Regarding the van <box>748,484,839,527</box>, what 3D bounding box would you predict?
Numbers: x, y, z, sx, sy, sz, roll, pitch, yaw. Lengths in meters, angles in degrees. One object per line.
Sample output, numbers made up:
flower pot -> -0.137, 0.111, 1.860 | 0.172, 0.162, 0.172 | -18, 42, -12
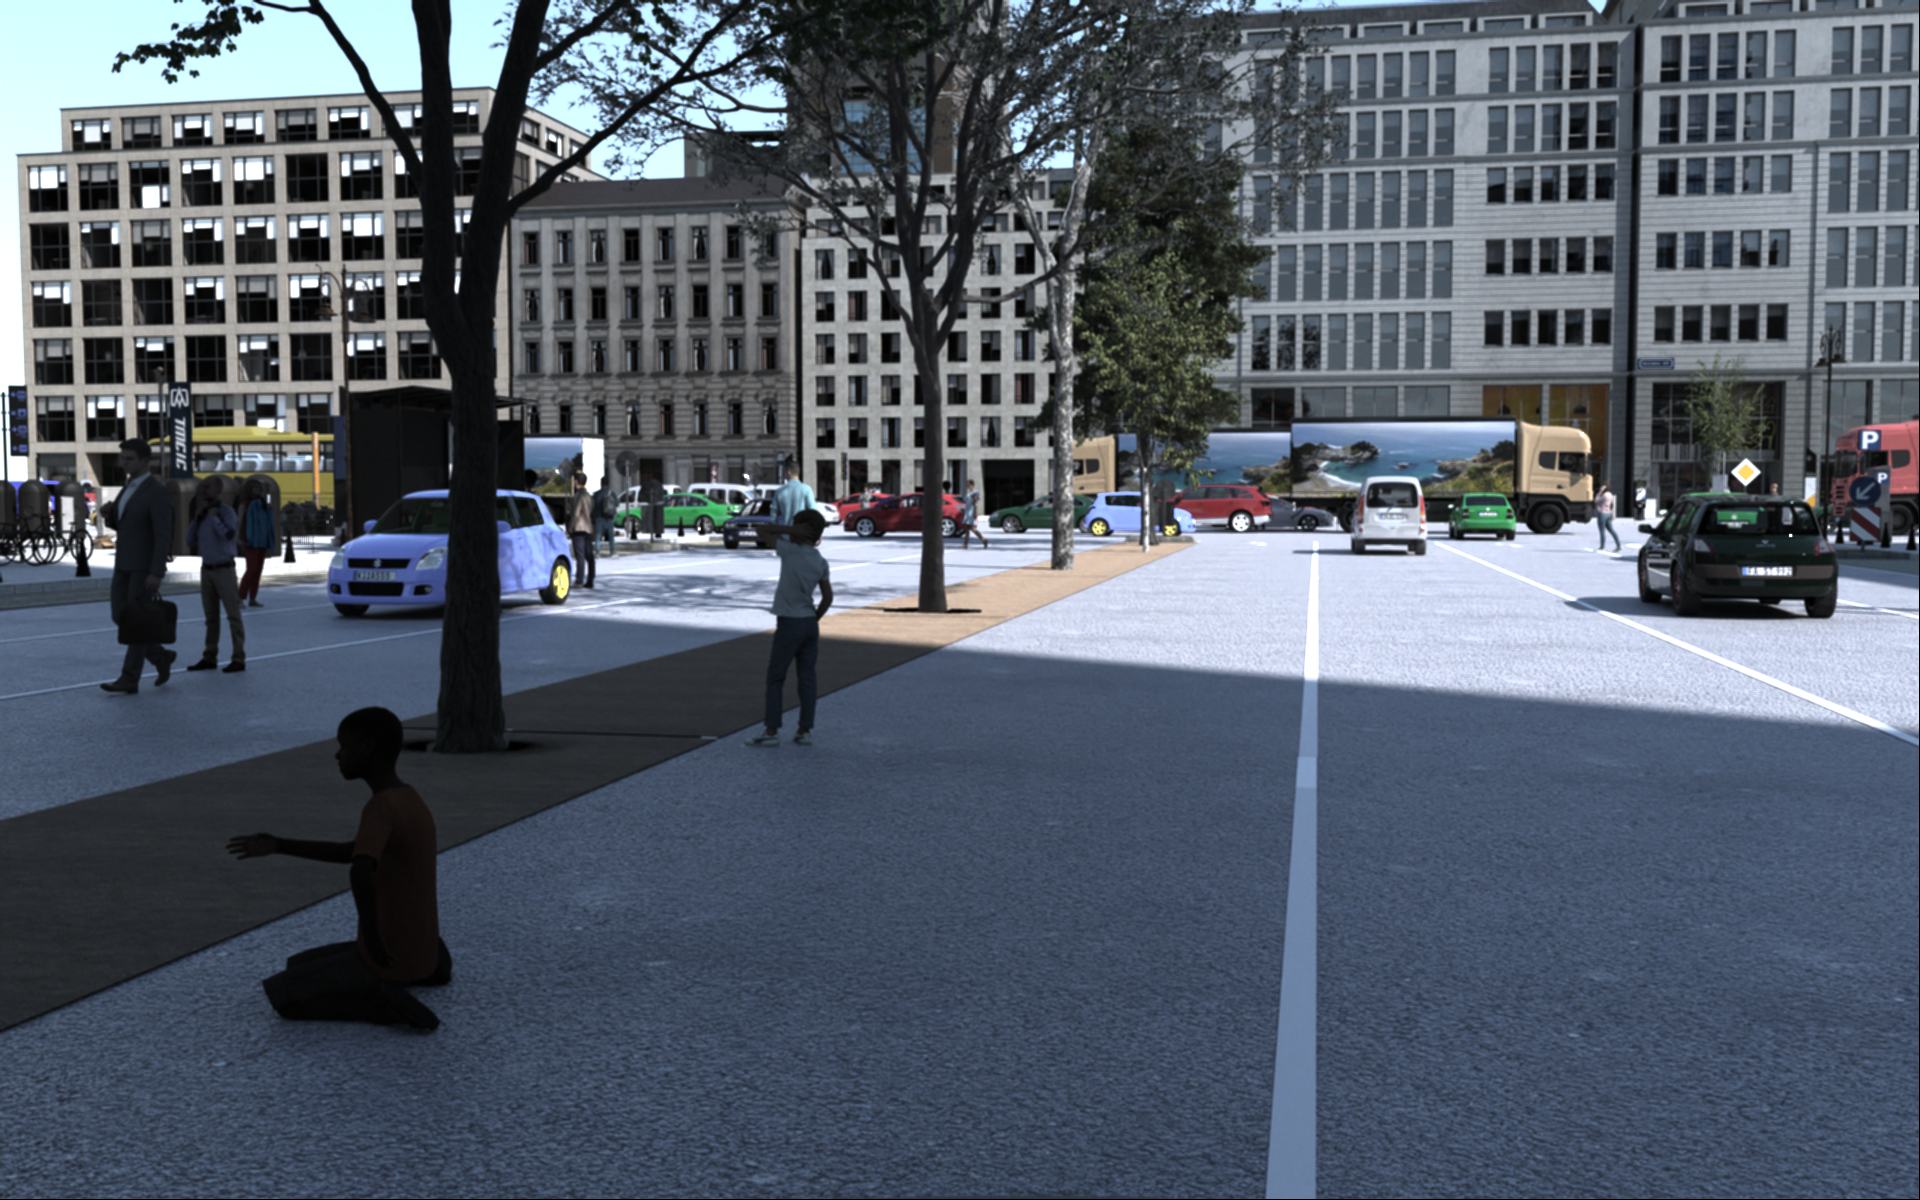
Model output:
van -> -7.291, -4.166, 75.131 | 4.112, 2.044, 2.013 | 1, 4, 11

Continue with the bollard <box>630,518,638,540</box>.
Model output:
bollard -> -9.168, -1.994, 48.647 | 0.229, 0.601, 0.229 | 0, 3, 0

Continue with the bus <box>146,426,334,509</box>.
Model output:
bus -> -24.104, -4.374, 63.067 | 12.252, 3.916, 2.896 | 1, 4, 11

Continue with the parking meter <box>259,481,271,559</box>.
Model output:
parking meter -> -13.955, -1.599, 34.551 | 0.372, 1.533, 0.369 | 0, 3, 0

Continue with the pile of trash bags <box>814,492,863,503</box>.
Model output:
pile of trash bags -> -6.198, -4.835, 88.803 | 3.447, 1.369, 1.912 | 2, 4, 26

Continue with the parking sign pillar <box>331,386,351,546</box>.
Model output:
parking sign pillar -> -14.863, -3.329, 42.905 | 1.447, 3.967, 1.447 | 1, 4, 21

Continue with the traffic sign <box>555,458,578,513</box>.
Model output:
traffic sign -> -12.495, -3.292, 55.004 | 0.795, 2.450, 0.064 | 1, 4, 16

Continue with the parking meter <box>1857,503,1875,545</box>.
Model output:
parking meter -> 22.904, -2.163, 43.772 | 0.372, 1.533, 0.369 | 0, 3, 0

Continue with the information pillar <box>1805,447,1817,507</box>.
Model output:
information pillar -> 42.245, -5.793, 86.068 | 0.504, 3.616, 0.183 | 1, 4, 17

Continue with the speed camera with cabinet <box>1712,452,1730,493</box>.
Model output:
speed camera with cabinet -> 36.345, -5.405, 82.715 | 0.660, 3.252, 2.038 | 2, 4, 31

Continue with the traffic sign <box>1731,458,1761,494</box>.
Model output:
traffic sign -> 21.786, -2.718, 48.076 | 0.795, 2.450, 0.064 | 1, 4, 12

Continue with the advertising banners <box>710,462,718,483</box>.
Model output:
advertising banners -> -14.069, -6.022, 94.640 | 2.074, 3.025, 0.090 | 2, 4, 25

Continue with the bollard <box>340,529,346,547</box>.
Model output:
bollard -> -12.161, -1.108, 34.163 | 0.229, 0.601, 0.229 | 0, 3, 0

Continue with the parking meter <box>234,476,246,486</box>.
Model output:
parking meter -> -23.309, -3.089, 56.212 | 0.399, 1.863, 0.255 | 1, 4, 22

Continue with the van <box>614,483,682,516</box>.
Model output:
van -> -14.635, -4.384, 78.684 | 4.112, 2.044, 2.013 | 1, 4, 11

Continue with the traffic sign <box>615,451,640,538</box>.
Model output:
traffic sign -> -9.735, -3.092, 50.666 | 0.768, 2.556, 0.104 | 1, 4, 12

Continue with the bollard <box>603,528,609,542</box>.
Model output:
bollard -> -9.540, -1.884, 46.845 | 0.229, 0.601, 0.229 | 0, 3, 0

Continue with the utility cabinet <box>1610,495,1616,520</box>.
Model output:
utility cabinet -> 32.039, -4.558, 85.677 | 0.306, 1.237, 1.020 | -1, 4, -11

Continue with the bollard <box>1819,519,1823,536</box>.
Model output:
bollard -> 23.226, -1.880, 46.777 | 0.229, 0.601, 0.229 | 0, 3, 0

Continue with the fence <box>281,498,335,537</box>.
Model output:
fence -> -18.624, -2.296, 48.735 | 2.264, 1.192, 0.480 | -2, 4, -25

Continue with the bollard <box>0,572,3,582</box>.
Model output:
bollard -> -14.024, -0.556, 25.132 | 0.229, 0.601, 0.229 | 0, 3, 0

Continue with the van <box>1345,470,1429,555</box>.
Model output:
van -> 10.414, -2.151, 42.174 | 2.013, 2.044, 4.112 | 1, 4, 11

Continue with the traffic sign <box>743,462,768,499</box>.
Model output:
traffic sign -> -6.362, -3.073, 53.887 | 0.795, 2.450, 0.064 | 1, 4, 12

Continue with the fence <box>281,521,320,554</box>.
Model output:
fence -> -14.843, -1.385, 38.012 | 2.069, 0.683, 0.278 | 2, 4, 32

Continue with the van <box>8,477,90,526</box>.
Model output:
van -> -42.077, -4.526, 78.386 | 5.245, 2.365, 2.240 | 1, 4, 13

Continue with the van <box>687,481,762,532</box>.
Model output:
van -> -8.465, -3.640, 66.529 | 4.112, 2.044, 2.013 | 1, 4, 13

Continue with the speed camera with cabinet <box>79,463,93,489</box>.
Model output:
speed camera with cabinet -> -55.930, -7.034, 109.343 | 2.038, 3.252, 0.660 | -3, 4, -36

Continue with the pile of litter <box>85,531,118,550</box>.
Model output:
pile of litter -> -19.916, -1.641, 40.804 | 1.176, 0.858, 1.719 | 2, 4, 25

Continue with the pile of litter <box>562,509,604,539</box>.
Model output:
pile of litter -> -11.403, -2.198, 49.905 | 1.176, 0.858, 1.719 | 3, 5, 41

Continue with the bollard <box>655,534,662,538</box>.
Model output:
bollard -> -8.796, -2.105, 50.464 | 0.229, 0.601, 0.229 | 0, 3, 0

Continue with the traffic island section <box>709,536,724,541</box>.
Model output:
traffic island section -> -6.387, -1.937, 53.953 | 2.009, 0.180, 2.903 | 1, 4, 12

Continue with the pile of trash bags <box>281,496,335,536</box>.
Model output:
pile of trash bags -> -19.749, -2.687, 53.688 | 3.447, 1.369, 1.912 | -3, 5, -40

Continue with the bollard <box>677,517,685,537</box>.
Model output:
bollard -> -8.421, -2.216, 52.265 | 0.229, 0.601, 0.229 | 0, 3, 0

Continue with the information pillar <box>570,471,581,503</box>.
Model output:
information pillar -> -12.325, -3.123, 55.560 | 0.304, 2.012, 0.304 | -2, 4, -30

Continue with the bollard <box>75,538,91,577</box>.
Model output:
bollard -> -13.649, -0.667, 26.944 | 0.229, 0.601, 0.229 | 0, 3, 0

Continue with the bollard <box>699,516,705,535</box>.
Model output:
bollard -> -8.056, -2.326, 54.069 | 0.229, 0.601, 0.229 | 0, 3, 0

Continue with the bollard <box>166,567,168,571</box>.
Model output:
bollard -> -13.278, -0.777, 28.746 | 0.229, 0.601, 0.229 | 0, 3, 0

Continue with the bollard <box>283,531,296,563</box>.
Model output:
bollard -> -12.529, -0.998, 32.358 | 0.229, 0.601, 0.229 | 0, 3, 0

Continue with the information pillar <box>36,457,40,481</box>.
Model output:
information pillar -> -58.531, -7.256, 109.994 | 0.183, 3.616, 0.504 | -1, 4, -15

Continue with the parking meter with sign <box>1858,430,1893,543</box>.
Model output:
parking meter with sign -> 24.605, -3.070, 46.450 | 0.543, 3.016, 1.738 | 1, 4, 12

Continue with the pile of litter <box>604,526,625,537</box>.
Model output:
pile of litter -> -10.896, -2.354, 52.447 | 1.719, 0.858, 1.176 | 3, 5, 41

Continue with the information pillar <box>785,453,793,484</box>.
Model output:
information pillar -> -9.649, -6.509, 97.781 | 0.504, 3.616, 0.183 | 1, 4, 16
